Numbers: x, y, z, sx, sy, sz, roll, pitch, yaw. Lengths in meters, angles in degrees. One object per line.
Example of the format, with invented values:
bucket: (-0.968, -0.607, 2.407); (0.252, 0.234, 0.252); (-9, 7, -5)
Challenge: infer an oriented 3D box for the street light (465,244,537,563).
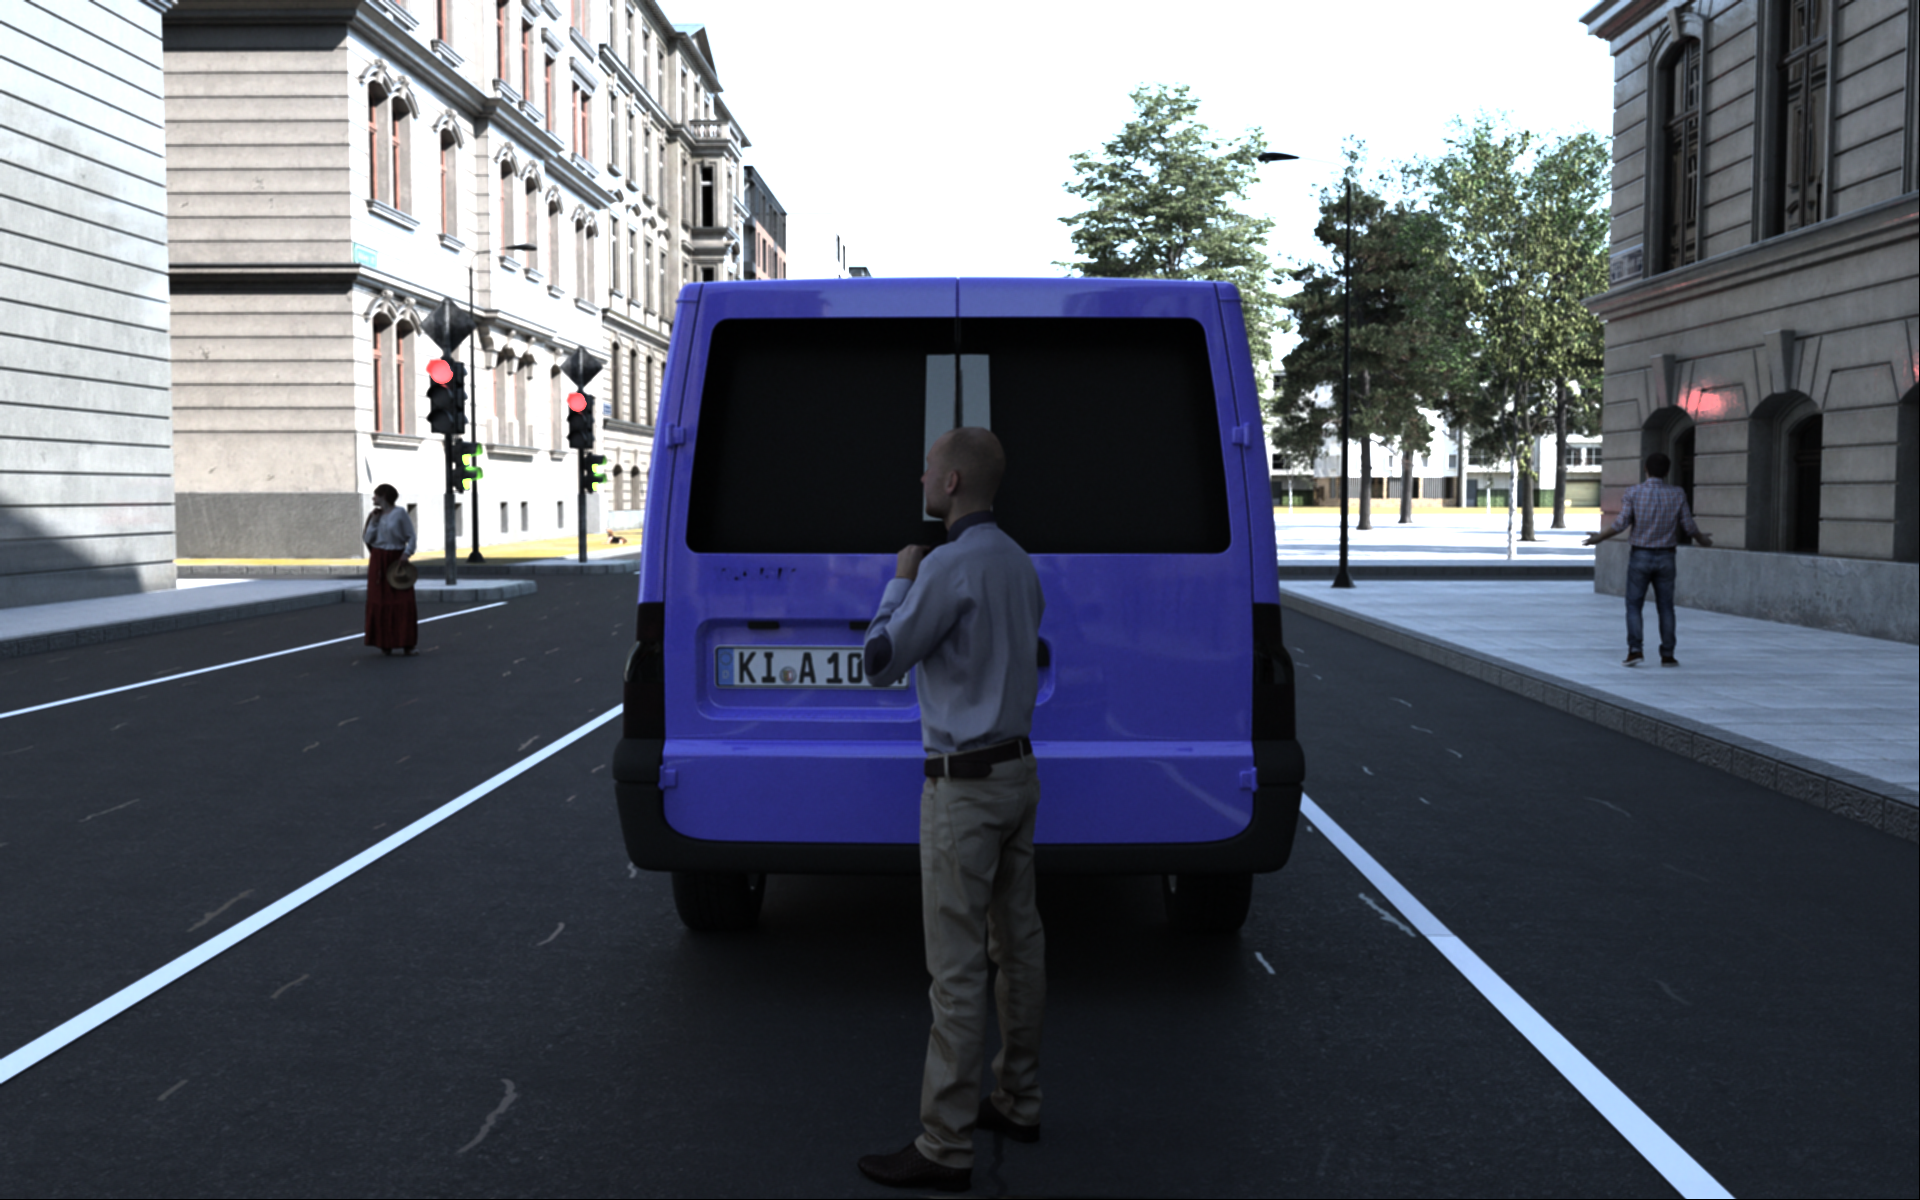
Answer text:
street light: (-8.539, -3.654, 32.283); (1.470, 5.913, 1.316); (0, 4, 1)

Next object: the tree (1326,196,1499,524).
tree: (19.541, -10.204, 74.253); (7.806, 13.903, 7.818); (0, 3, 0)

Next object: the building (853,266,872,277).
building: (-24.418, -19.918, 169.639); (32.646, 21.610, 27.936); (0, 4, 1)

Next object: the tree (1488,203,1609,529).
tree: (22.072, -8.645, 63.409); (6.751, 12.117, 7.091); (0, 3, 0)

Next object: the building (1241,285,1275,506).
building: (16.838, -17.623, 154.591); (16.747, 18.905, 31.486); (0, 4, 1)

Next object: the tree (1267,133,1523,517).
tree: (22.691, -14.376, 90.941); (12.611, 20.169, 13.585); (0, 3, 0)

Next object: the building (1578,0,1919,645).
building: (13.138, -11.359, 4.806); (14.460, 24.649, 34.723); (0, 4, 1)

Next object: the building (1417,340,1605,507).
building: (63.964, -18.763, 173.238); (31.486, 18.905, 16.747); (0, 4, 1)

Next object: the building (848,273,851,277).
building: (-16.105, -17.742, 146.496); (16.016, 20.091, 11.380); (0, 4, 1)

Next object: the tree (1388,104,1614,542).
tree: (15.248, -7.390, 46.589); (9.928, 11.665, 9.643); (0, 3, 0)

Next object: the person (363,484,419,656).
person: (-5.045, -0.270, 15.385); (0.523, 1.526, 0.387); (1, 4, 10)

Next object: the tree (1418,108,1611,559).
tree: (11.163, -5.118, 34.038); (4.737, 8.622, 4.395); (0, 3, 0)

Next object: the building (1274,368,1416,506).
building: (41.638, -20.398, 199.963); (31.486, 18.905, 16.747); (0, 4, 1)

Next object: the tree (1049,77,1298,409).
tree: (5.736, -7.968, 48.396); (7.486, 12.596, 7.792); (0, 3, 0)

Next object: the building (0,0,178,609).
building: (-25.405, -14.674, 17.407); (29.804, 29.767, 11.434); (0, 4, 1)

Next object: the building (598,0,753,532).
building: (-16.698, -15.593, 74.026); (14.460, 24.649, 34.723); (0, 4, 1)

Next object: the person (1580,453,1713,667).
person: (5.164, -0.300, 12.904); (0.963, 1.587, 0.435); (0, 4, 3)

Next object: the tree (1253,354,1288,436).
tree: (10.793, -7.201, 68.106); (4.737, 8.622, 4.395); (0, 3, 0)

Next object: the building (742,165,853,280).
building: (-23.113, -17.145, 124.290); (27.936, 21.610, 32.646); (0, 4, 1)

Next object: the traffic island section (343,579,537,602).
traffic island section: (-7.223, -0.137, 24.519); (2.009, 0.180, 2.903); (0, 4, 1)

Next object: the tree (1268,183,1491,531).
tree: (14.249, -8.474, 60.608); (6.751, 12.117, 7.091); (0, 3, 0)

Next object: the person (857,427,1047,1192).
person: (-0.002, 0.419, 3.712); (0.319, 1.574, 0.516); (3, 4, 36)

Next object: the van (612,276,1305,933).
van: (0.038, -0.180, 7.326); (2.240, 2.365, 5.245); (0, 4, 1)

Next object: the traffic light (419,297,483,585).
traffic light: (-7.183, -2.149, 24.385); (0.839, 4.213, 0.868); (0, 4, 1)

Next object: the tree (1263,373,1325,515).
tree: (20.059, -9.443, 104.761); (4.360, 8.622, 3.978); (0, 3, 0)

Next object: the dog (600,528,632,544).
dog: (-8.852, -1.643, 44.598); (0.748, 0.427, 0.550); (2, 4, 34)

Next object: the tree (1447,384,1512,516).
tree: (31.367, -9.357, 103.355); (4.360, 8.622, 3.978); (0, 3, 0)

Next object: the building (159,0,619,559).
building: (-17.846, -15.727, 44.526); (14.401, 28.519, 23.554); (0, 4, 1)

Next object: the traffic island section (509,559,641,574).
traffic island section: (-7.096, -0.625, 32.504); (2.009, 0.180, 2.903); (0, 4, 1)

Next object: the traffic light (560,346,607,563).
traffic light: (-7.056, -2.638, 32.369); (0.839, 4.213, 0.868); (0, 4, 1)

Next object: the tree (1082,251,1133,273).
tree: (6.791, -9.504, 77.444); (6.751, 12.117, 7.091); (0, 3, 0)

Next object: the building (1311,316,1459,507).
building: (42.541, -19.421, 173.960); (11.380, 20.091, 16.016); (0, 4, 1)

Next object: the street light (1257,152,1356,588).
street light: (4.735, -3.127, 23.668); (1.470, 5.913, 1.316); (0, 4, 1)
